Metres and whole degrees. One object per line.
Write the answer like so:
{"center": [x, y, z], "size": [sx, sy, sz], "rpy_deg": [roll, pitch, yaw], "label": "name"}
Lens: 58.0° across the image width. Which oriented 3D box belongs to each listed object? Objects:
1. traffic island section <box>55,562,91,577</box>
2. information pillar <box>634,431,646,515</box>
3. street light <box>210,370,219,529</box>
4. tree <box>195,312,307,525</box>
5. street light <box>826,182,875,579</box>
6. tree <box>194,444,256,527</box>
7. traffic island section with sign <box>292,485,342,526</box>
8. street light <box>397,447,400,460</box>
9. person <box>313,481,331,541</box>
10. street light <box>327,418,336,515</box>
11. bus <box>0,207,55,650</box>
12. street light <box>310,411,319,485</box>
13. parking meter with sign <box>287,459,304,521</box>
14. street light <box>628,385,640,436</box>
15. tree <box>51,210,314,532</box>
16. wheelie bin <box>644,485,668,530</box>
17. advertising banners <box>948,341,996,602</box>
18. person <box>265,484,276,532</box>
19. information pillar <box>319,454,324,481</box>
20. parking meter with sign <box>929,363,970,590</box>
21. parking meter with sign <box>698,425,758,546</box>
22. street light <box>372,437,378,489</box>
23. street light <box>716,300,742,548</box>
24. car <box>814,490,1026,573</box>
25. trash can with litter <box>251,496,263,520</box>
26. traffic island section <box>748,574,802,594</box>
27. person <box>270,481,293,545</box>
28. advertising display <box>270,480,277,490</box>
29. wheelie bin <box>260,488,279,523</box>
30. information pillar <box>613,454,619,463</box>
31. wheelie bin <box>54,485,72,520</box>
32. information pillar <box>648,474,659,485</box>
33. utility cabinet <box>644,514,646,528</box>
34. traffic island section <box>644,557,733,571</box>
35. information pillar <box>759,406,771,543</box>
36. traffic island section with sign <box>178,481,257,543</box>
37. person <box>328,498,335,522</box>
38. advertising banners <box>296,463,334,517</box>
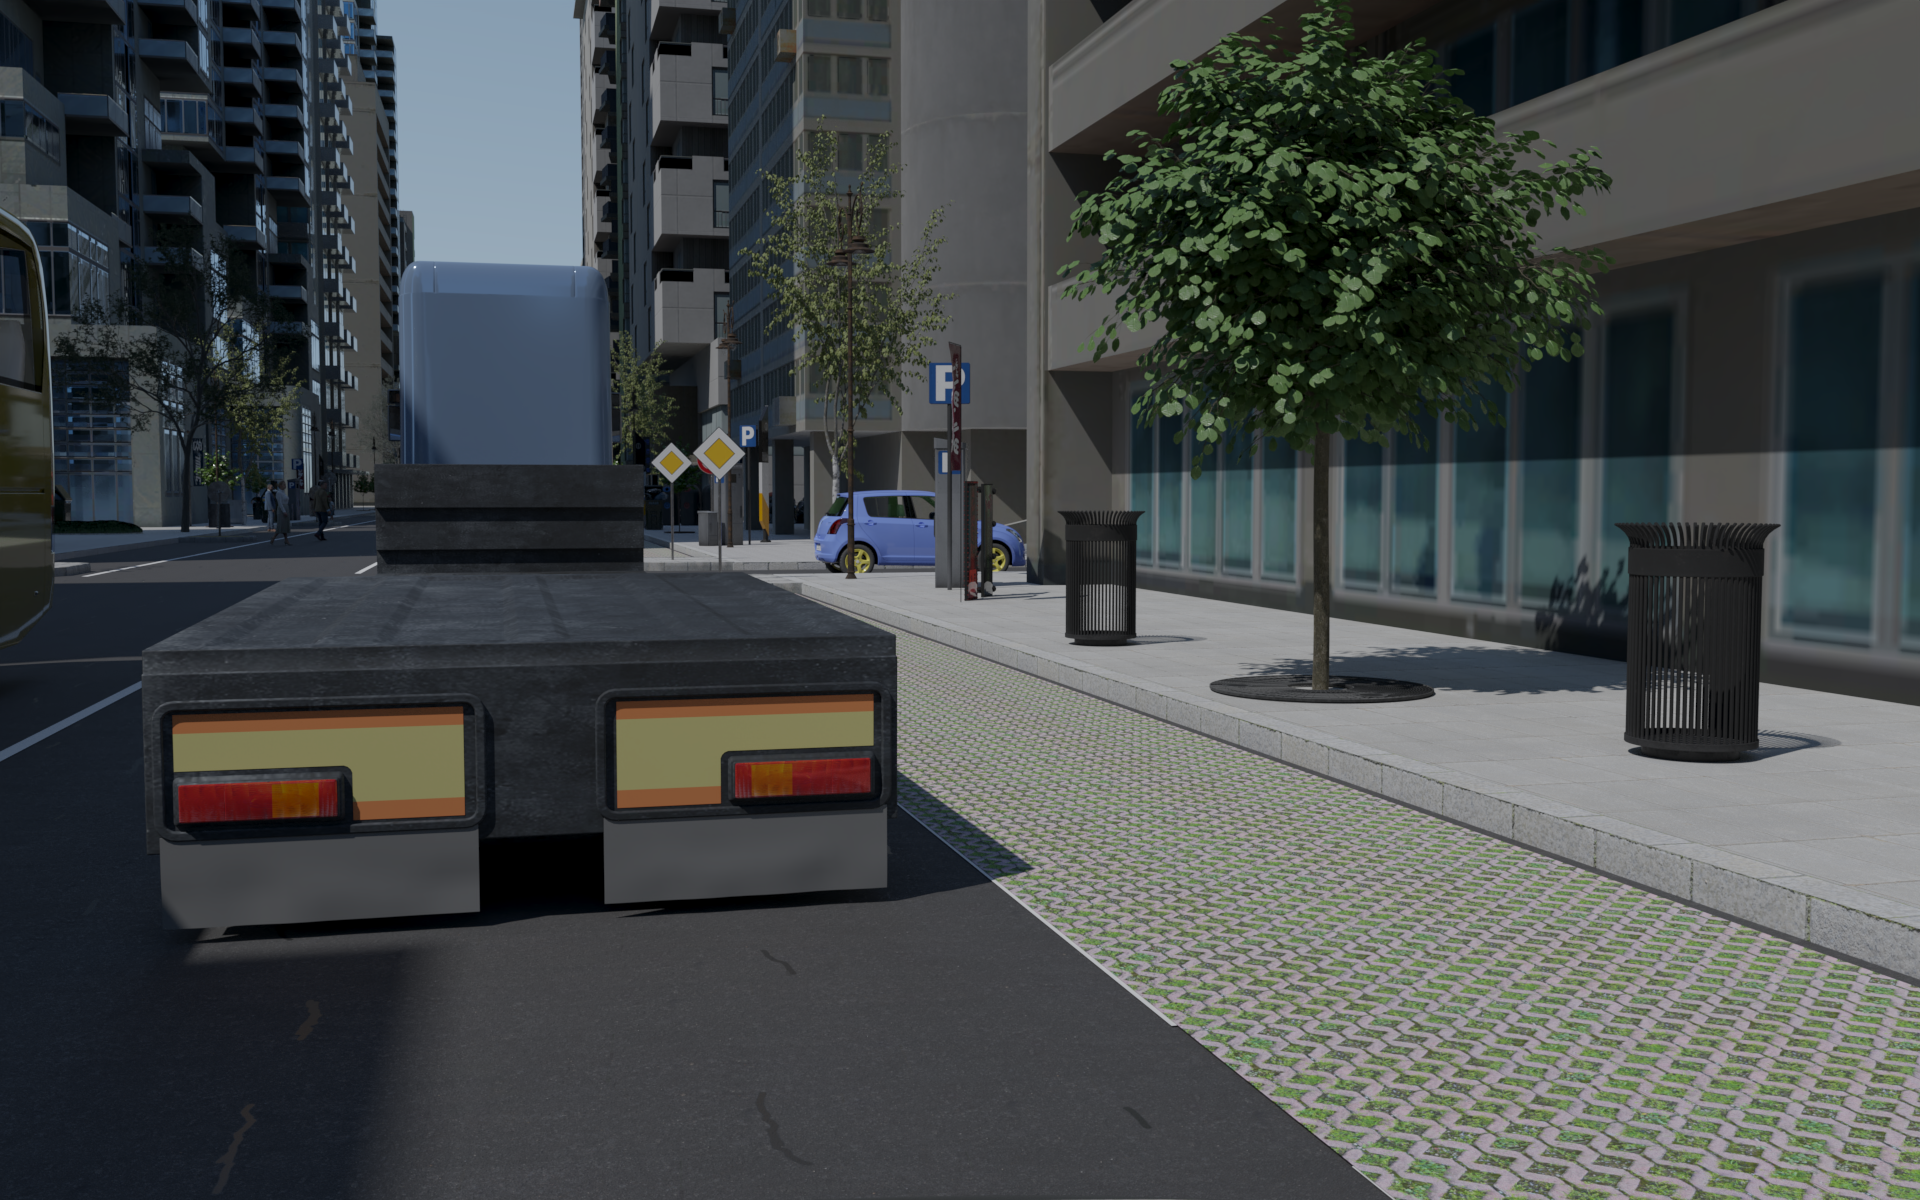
{"center": [-16.804, -0.526, 30.874], "size": [2.009, 0.180, 2.903], "rpy_deg": [-1, 4, -14], "label": "traffic island section"}
{"center": [-11.868, -4.456, 64.207], "size": [0.183, 3.616, 0.504], "rpy_deg": [3, 5, 44], "label": "information pillar"}
{"center": [-27.517, -5.586, 64.116], "size": [0.468, 5.910, 1.993], "rpy_deg": [-1, 4, -14], "label": "street light"}
{"center": [-29.199, -7.377, 70.975], "size": [4.737, 8.622, 4.395], "rpy_deg": [0, 3, 0], "label": "tree"}
{"center": [-1.647, -3.257, 26.035], "size": [0.468, 5.910, 1.993], "rpy_deg": [-1, 4, -14], "label": "street light"}
{"center": [-28.481, -4.419, 66.849], "size": [1.663, 3.219, 1.824], "rpy_deg": [0, 3, 0], "label": "tree"}
{"center": [-29.055, -4.261, 78.290], "size": [1.989, 1.847, 2.006], "rpy_deg": [-1, 4, -14], "label": "traffic island section with sign"}
{"center": [-54.657, -12.006, 169.080], "size": [0.468, 5.910, 1.993], "rpy_deg": [-1, 4, -14], "label": "street light"}
{"center": [-19.602, -2.740, 53.217], "size": [0.656, 1.842, 0.836], "rpy_deg": [0, 4, 5], "label": "person"}
{"center": [-37.916, -8.063, 104.620], "size": [0.468, 5.910, 1.993], "rpy_deg": [-1, 4, -14], "label": "street light"}
{"center": [-6.648, -0.972, 7.447], "size": [2.896, 3.916, 12.252], "rpy_deg": [-1, 4, -16], "label": "bus"}
{"center": [-36.015, -7.582, 96.761], "size": [0.468, 5.910, 1.993], "rpy_deg": [-1, 4, -14], "label": "street light"}
{"center": [-32.464, -5.385, 84.312], "size": [0.543, 3.016, 1.738], "rpy_deg": [0, 4, -5], "label": "parking meter with sign"}
{"center": [-13.801, -6.154, 73.408], "size": [0.468, 5.910, 1.993], "rpy_deg": [-1, 4, -14], "label": "street light"}
{"center": [-25.977, -7.537, 57.635], "size": [8.767, 10.594, 7.601], "rpy_deg": [-1, 4, -21], "label": "tree"}
{"center": [-10.940, -3.312, 62.051], "size": [0.980, 1.594, 0.693], "rpy_deg": [-1, 4, -10], "label": "wheelie bin"}
{"center": [0.144, -1.513, 20.928], "size": [0.090, 3.025, 2.074], "rpy_deg": [1, 4, 16], "label": "advertising banners"}
{"center": [-26.276, -3.506, 66.005], "size": [0.419, 1.800, 0.721], "rpy_deg": [-2, 4, -31], "label": "person"}
{"center": [-37.556, -6.761, 101.890], "size": [0.183, 3.616, 0.504], "rpy_deg": [0, 4, 4], "label": "information pillar"}
{"center": [-0.095, -1.689, 23.869], "size": [0.543, 3.016, 1.738], "rpy_deg": [0, 4, 3], "label": "parking meter with sign"}
{"center": [-5.813, -2.875, 43.260], "size": [0.543, 3.016, 1.738], "rpy_deg": [2, 4, 34], "label": "parking meter with sign"}
{"center": [-46.322, -10.048, 137.071], "size": [0.468, 5.910, 1.993], "rpy_deg": [-1, 4, -14], "label": "street light"}
{"center": [-5.513, -4.196, 41.387], "size": [0.468, 5.910, 1.993], "rpy_deg": [-1, 4, -14], "label": "street light"}
{"center": [-0.688, -1.266, 30.296], "size": [3.694, 1.707, 1.945], "rpy_deg": [-1, 4, -15], "label": "car"}
{"center": [-35.366, -4.626, 87.016], "size": [0.624, 1.170, 1.055], "rpy_deg": [-2, 4, -29], "label": "trash can with litter"}
{"center": [-3.582, -0.229, 26.025], "size": [2.009, 0.180, 2.903], "rpy_deg": [-1, 4, -14], "label": "traffic island section"}
{"center": [-18.979, -2.424, 48.360], "size": [0.641, 1.798, 0.478], "rpy_deg": [0, 4, 8], "label": "person"}
{"center": [-31.950, -4.617, 80.695], "size": [0.123, 1.923, 0.974], "rpy_deg": [-2, 4, -32], "label": "advertising display"}
{"center": [-30.645, -4.226, 77.005], "size": [0.693, 1.594, 0.980], "rpy_deg": [0, 4, -1], "label": "wheelie bin"}
{"center": [-20.183, -6.732, 101.422], "size": [0.504, 3.616, 0.183], "rpy_deg": [-3, 5, -40], "label": "information pillar"}
{"center": [-30.145, -3.057, 57.891], "size": [0.693, 1.594, 0.980], "rpy_deg": [0, 4, -8], "label": "wheelie bin"}
{"center": [-11.159, -3.582, 63.060], "size": [0.304, 2.012, 0.304], "rpy_deg": [-3, 4, -36], "label": "information pillar"}
{"center": [-11.728, -3.300, 65.115], "size": [1.020, 1.237, 0.306], "rpy_deg": [-2, 4, -30], "label": "utility cabinet"}
{"center": [-5.579, -0.702, 33.757], "size": [2.009, 0.180, 2.903], "rpy_deg": [-1, 4, -14], "label": "traffic island section"}
{"center": [-5.182, -3.330, 45.808], "size": [0.183, 3.616, 0.504], "rpy_deg": [1, 4, 15], "label": "information pillar"}
{"center": [-22.328, -2.664, 52.185], "size": [1.989, 1.847, 2.006], "rpy_deg": [-1, 4, -14], "label": "traffic island section with sign"}
{"center": [-32.074, -4.599, 88.370], "size": [0.352, 1.250, 0.332], "rpy_deg": [0, 4, 3], "label": "person"}
{"center": [-36.852, -6.280, 98.857], "size": [2.074, 3.025, 0.090], "rpy_deg": [-1, 4, -14], "label": "advertising banners"}
